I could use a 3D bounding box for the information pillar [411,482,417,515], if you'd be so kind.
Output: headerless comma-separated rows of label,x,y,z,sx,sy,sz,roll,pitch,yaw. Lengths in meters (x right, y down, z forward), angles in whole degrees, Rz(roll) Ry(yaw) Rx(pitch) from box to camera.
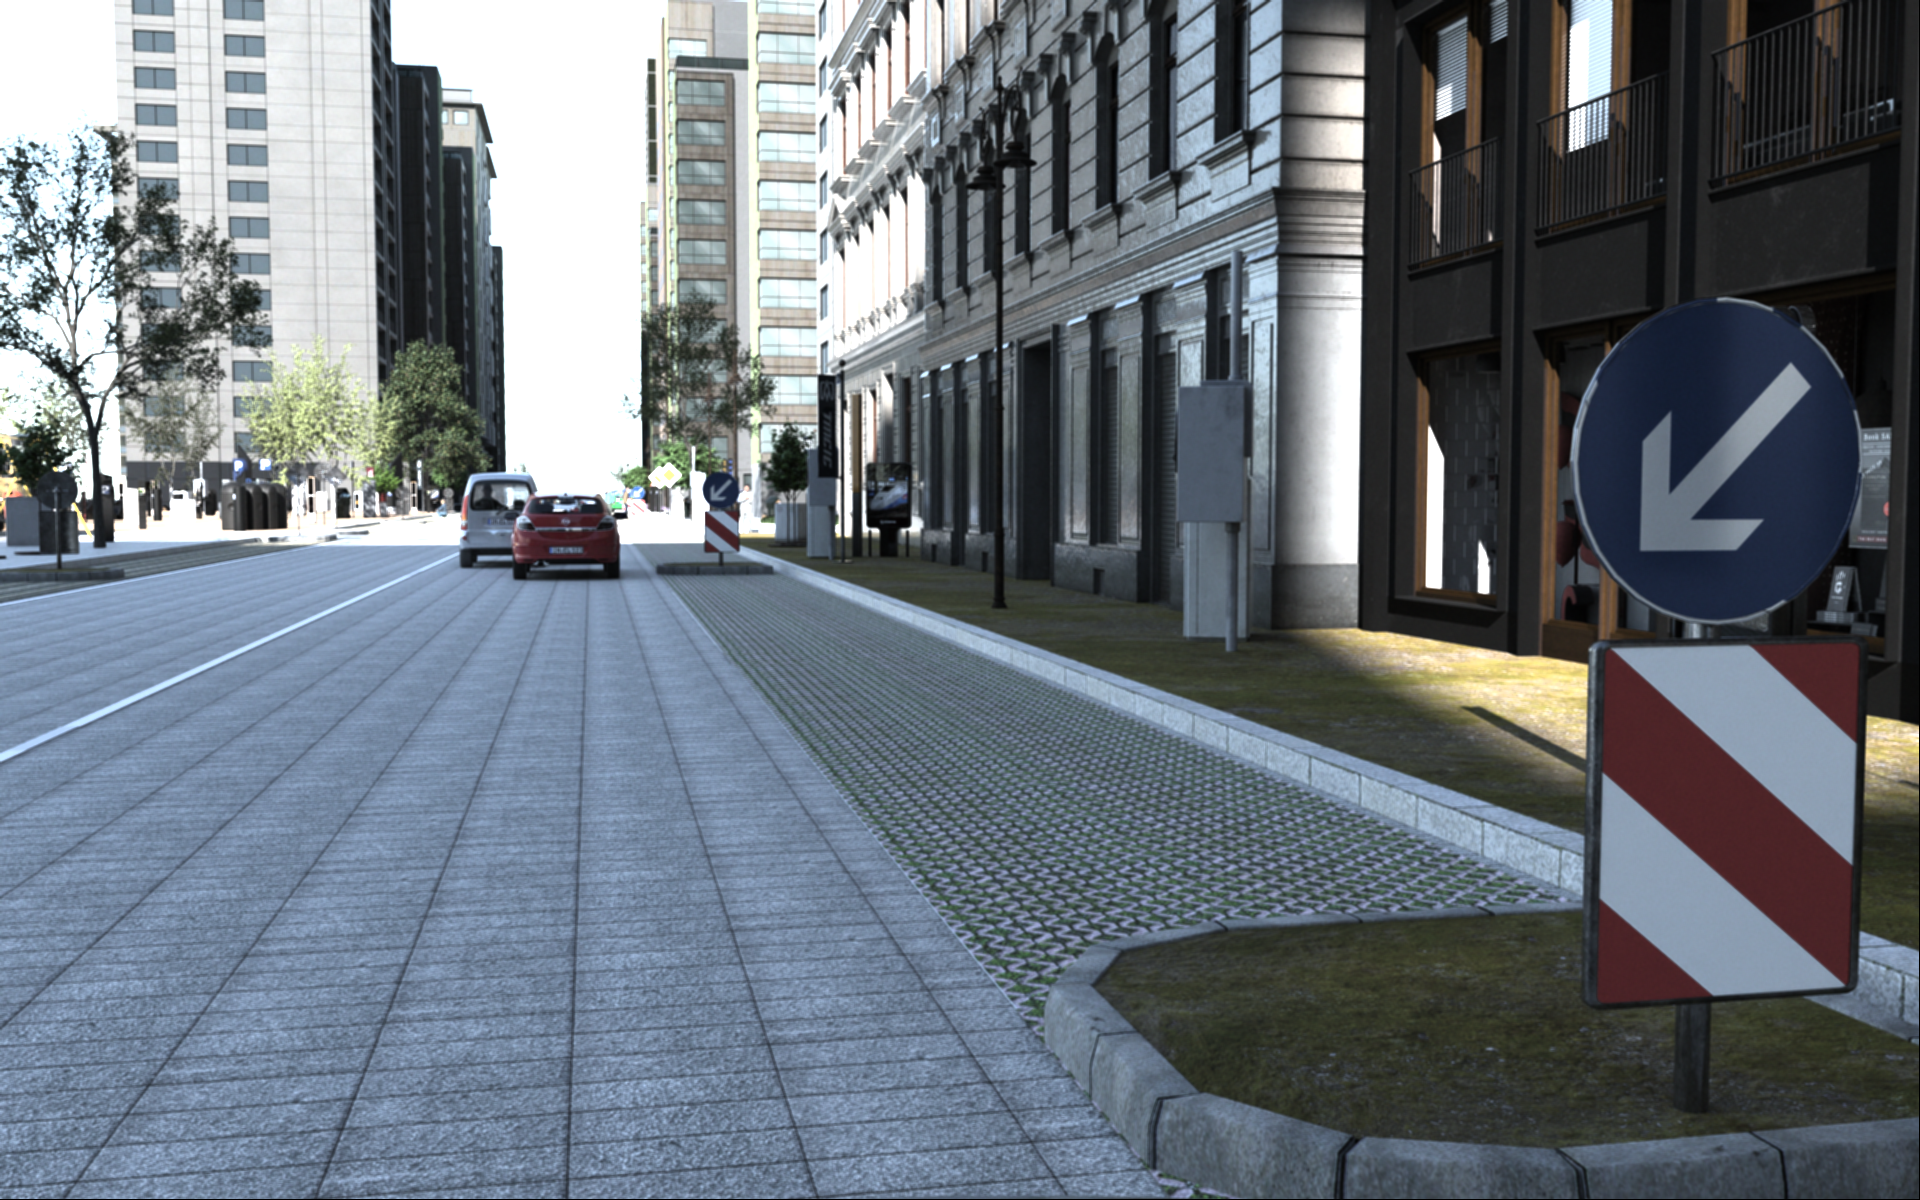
information pillar,-32.829,-6.095,104.149,0.304,2.012,0.304,-1,4,-14

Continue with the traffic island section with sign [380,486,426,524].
traffic island section with sign,-26.656,-4.545,82.934,1.989,1.847,2.006,-1,4,-12

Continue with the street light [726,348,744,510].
street light,-7.139,-5.028,54.992,0.468,5.910,1.993,-1,4,-12

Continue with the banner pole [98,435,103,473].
banner pole,-36.530,-5.108,73.535,0.401,3.779,0.863,0,4,-3

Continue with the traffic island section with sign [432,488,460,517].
traffic island section with sign,-32.393,-6.190,109.835,1.989,1.847,2.006,-1,4,-12

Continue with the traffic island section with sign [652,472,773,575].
traffic island section with sign,-4.485,-1.390,31.353,1.989,1.847,2.006,-1,4,-12

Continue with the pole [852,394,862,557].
pole,-2.106,-2.546,35.474,0.158,3.312,0.155,0,3,0

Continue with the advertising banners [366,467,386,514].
advertising banners,-37.808,-7.171,113.430,2.074,3.025,0.090,-2,4,-29

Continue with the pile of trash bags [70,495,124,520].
pile of trash bags,-41.860,-4.653,85.833,3.447,1.369,1.912,1,4,17

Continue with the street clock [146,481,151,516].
street clock,-46.615,-5.808,99.529,0.471,2.002,0.358,-1,4,-22

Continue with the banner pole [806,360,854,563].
banner pole,-2.346,-2.577,32.156,0.401,3.779,0.863,3,5,41

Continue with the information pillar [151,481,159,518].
information pillar,-43.662,-5.473,93.973,0.304,2.012,0.304,3,5,40

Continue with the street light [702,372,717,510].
street light,-9.453,-5.666,65.422,0.468,5.910,1.993,-1,4,-12

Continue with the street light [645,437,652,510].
street light,-25.539,-10.325,141.599,0.468,5.910,1.993,-1,4,-12

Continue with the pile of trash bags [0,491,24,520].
pile of trash bags,-28.760,-2.501,50.651,3.447,1.369,1.912,1,4,17

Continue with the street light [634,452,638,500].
street light,-32.991,-12.463,176.564,0.468,5.910,1.993,-1,4,-12

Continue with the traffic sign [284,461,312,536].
traffic sign,-20.320,-3.031,53.197,0.795,2.450,0.064,-1,4,-12

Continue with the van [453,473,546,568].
van,-9.286,-1.727,35.243,2.013,2.044,4.112,-1,4,-14

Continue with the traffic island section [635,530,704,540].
traffic island section,-9.295,-2.037,55.589,2.009,0.180,2.903,-1,4,-12

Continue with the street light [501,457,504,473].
street light,-57.435,-14.972,217.575,0.468,5.910,1.993,-1,4,-12

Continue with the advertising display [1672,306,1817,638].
advertising display,2.853,-0.071,6.370,0.123,1.923,0.974,0,4,3

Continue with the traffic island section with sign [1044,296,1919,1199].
traffic island section with sign,1.279,0.268,4.250,1.989,1.847,2.006,-1,4,-12

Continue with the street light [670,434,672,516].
street light,-16.833,-7.849,101.121,0.468,5.910,1.993,-1,4,-12

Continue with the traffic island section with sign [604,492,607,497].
traffic island section with sign,-31.963,-9.292,160.545,1.989,1.847,2.006,-1,4,-12

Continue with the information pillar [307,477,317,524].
information pillar,-27.850,-4.279,74.448,0.304,2.012,0.304,0,4,-3

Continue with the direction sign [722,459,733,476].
direction sign,-14.866,-7.260,110.705,0.876,3.537,0.379,2,4,35

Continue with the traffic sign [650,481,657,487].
traffic sign,-21.552,-7.513,122.847,0.884,2.594,0.081,0,4,-5

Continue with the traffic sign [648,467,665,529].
traffic sign,-10.977,-3.650,63.318,0.795,2.450,0.064,-1,4,-12

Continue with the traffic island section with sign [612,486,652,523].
traffic island section with sign,-16.051,-4.716,85.732,1.989,1.847,2.006,-1,4,-12

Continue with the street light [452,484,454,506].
street light,-40.238,-10.065,137.348,0.468,5.910,1.993,-1,4,-12

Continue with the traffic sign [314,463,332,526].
traffic sign,-25.932,-4.311,70.591,0.768,2.556,0.104,0,4,-5

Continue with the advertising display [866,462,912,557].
advertising display,-1.457,-1.847,35.406,0.974,1.923,0.123,1,4,23

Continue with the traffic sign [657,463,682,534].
traffic sign,-9.316,-3.172,55.507,0.795,2.450,0.064,-1,4,-12

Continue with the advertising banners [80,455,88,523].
advertising banners,-39.245,-4.981,77.634,0.090,3.025,2.074,-2,4,-35

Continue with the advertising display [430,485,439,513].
advertising display,-36.512,-7.034,120.225,0.123,1.923,0.974,1,4,22

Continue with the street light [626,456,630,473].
street light,-42.851,-15.314,223.164,0.468,5.910,1.993,-1,4,-12

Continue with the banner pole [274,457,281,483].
banner pole,-41.936,-7.130,106.585,0.401,3.779,0.863,1,4,9

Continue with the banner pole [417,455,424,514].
banner pole,-34.314,-7.353,110.232,0.863,3.779,0.401,3,5,42

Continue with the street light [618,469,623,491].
street light,-50.345,-17.452,258.120,0.468,5.910,1.993,-1,4,-12

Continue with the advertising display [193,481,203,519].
advertising display,-38.782,-5.076,88.199,0.123,1.923,0.974,-3,5,-43

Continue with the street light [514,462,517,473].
street light,-64.795,-17.111,252.559,0.468,5.910,1.993,-1,4,-12

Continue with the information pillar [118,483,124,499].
information pillar,-53.824,-6.526,111.193,0.304,2.012,0.304,-1,4,-18

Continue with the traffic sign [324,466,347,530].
traffic sign,-21.980,-3.509,61.008,0.795,2.450,0.064,-1,4,-12

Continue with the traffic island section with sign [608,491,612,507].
traffic island section with sign,-21.653,-6.329,112.101,1.989,1.847,2.006,-1,4,-12

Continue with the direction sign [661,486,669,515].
direction sign,-20.833,-7.914,121.396,0.379,3.537,0.876,-2,4,-28

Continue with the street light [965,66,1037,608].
street light,0.441,-2.846,19.323,0.468,5.910,1.993,-1,4,-12
